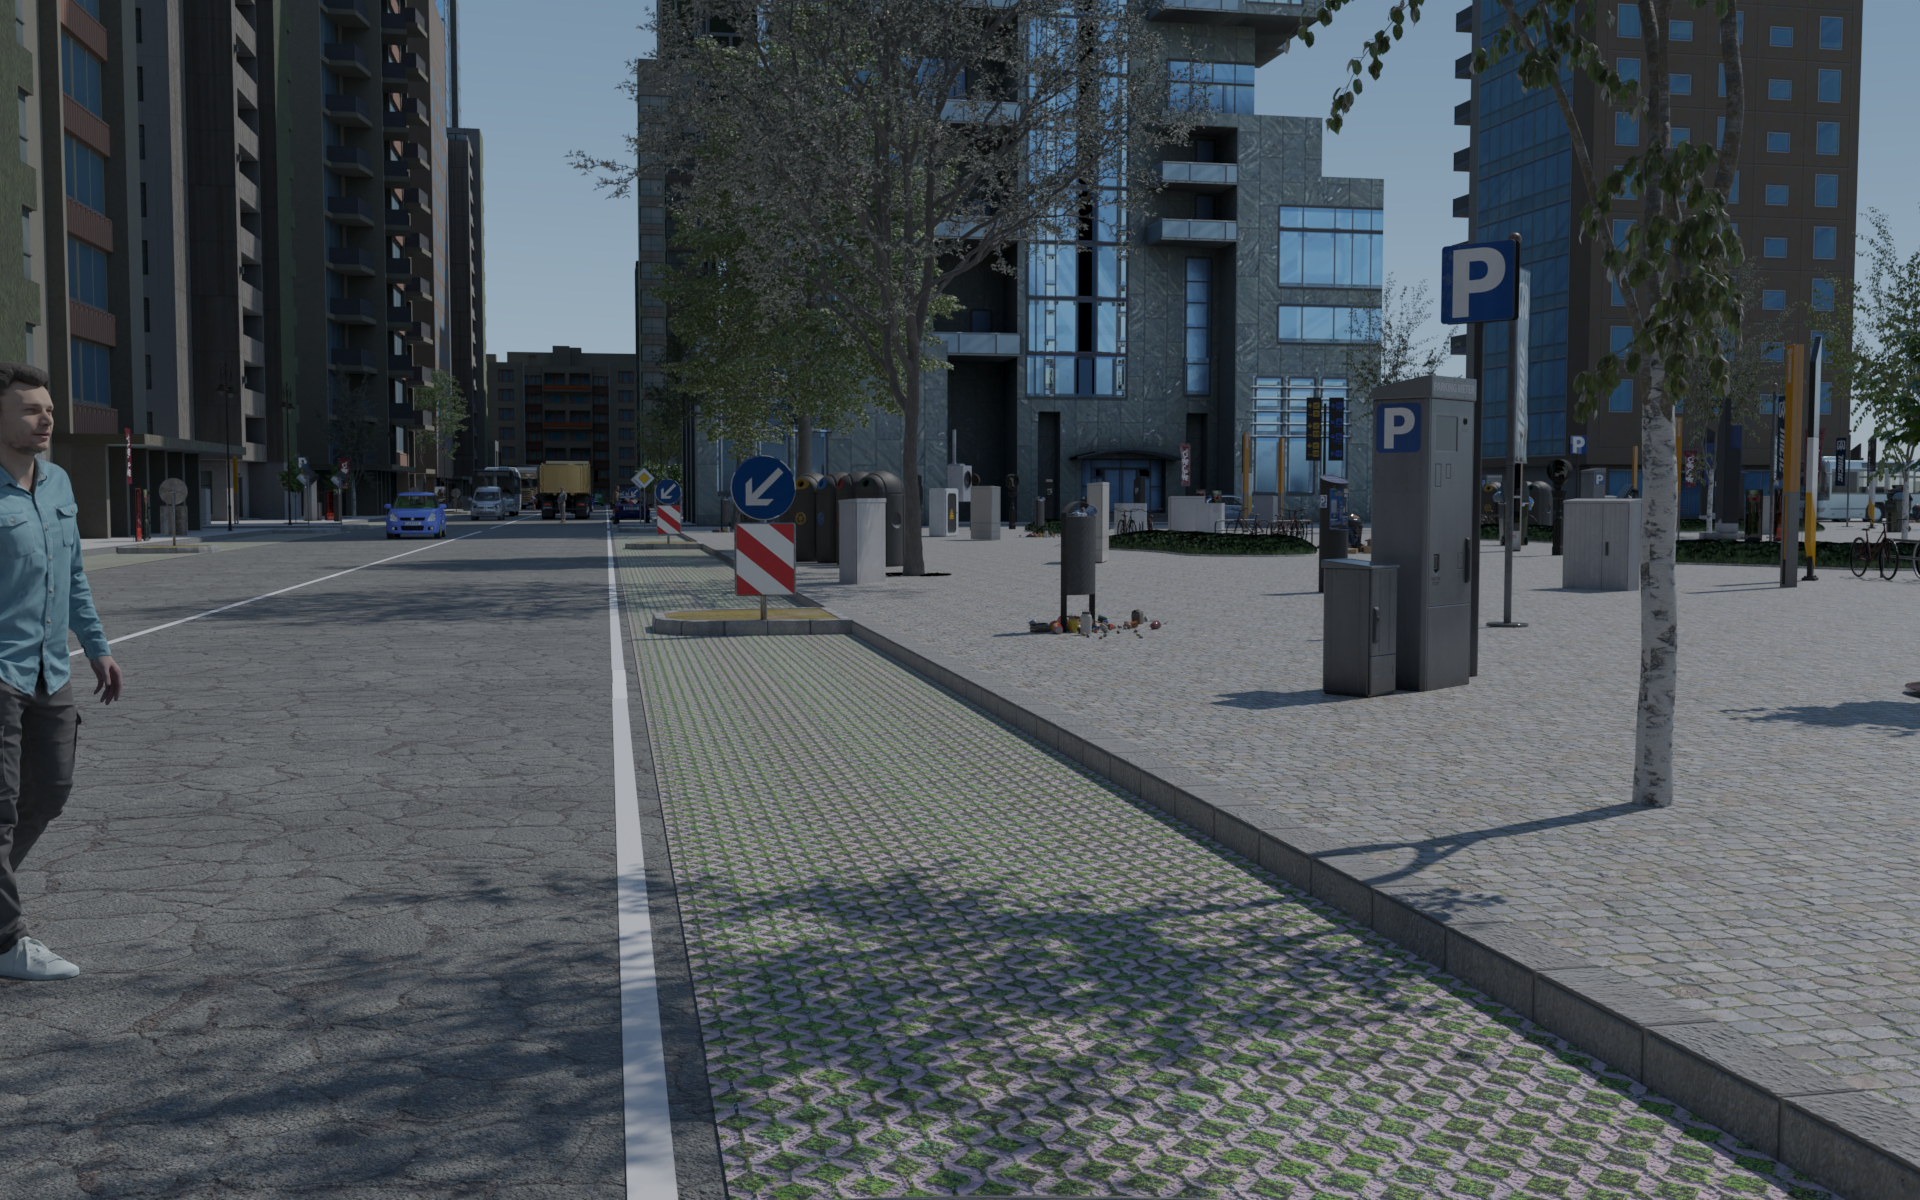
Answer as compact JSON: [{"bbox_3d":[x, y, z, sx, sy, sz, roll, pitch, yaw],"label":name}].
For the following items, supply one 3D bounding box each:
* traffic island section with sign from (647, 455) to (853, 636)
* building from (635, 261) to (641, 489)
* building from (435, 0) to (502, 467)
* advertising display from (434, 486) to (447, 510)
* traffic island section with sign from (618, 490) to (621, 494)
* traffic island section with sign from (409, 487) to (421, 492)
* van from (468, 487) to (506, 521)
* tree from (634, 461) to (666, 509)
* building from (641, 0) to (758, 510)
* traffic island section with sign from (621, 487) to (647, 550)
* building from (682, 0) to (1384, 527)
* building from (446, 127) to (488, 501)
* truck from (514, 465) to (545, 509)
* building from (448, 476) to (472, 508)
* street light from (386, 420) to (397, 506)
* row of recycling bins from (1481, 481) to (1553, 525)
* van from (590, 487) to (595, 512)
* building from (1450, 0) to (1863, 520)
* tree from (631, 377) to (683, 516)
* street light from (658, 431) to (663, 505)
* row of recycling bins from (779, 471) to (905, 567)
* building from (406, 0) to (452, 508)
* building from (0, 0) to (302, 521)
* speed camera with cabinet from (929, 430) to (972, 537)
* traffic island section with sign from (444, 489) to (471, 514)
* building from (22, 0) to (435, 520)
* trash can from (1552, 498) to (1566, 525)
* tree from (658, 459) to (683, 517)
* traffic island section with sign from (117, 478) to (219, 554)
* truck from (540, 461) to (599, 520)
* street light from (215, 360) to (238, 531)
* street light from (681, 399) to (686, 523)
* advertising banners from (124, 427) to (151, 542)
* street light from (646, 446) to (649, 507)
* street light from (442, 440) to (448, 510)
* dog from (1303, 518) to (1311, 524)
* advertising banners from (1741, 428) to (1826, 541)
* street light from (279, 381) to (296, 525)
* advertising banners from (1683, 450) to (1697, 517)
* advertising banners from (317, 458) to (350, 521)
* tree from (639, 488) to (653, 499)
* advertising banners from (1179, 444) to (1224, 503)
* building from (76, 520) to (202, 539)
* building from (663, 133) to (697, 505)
[{"bbox_3d":[-2.246,-0.592,18.313,1.989,1.847,2.006,-1,4,-12],"label":"traffic island section with sign"},{"bbox_3d":[-33.370,-27.188,216.226,14.160,30.474,14.107,-1,4,-12],"label":"building"},{"bbox_3d":[-71.153,-54.497,203.694,31.000,86.520,22.319,-1,4,-12],"label":"building"},{"bbox_3d":[-43.042,-8.457,143.493,0.974,1.923,0.123,0,4,-6],"label":"advertising display"},{"bbox_3d":[-24.100,-7.135,125.278,1.989,1.847,2.006,-1,4,-12],"label":"traffic island section with sign"},{"bbox_3d":[-30.326,-5.369,96.412,1.989,1.847,2.006,-1,4,-12],"label":"traffic island section with sign"},{"bbox_3d":[-25.975,-5.400,95.307,2.013,2.044,4.112,-1,4,-11],"label":"van"},{"bbox_3d":[-27.002,-10.349,152.913,4.285,4.588,4.351,0,3,0],"label":"tree"},{"bbox_3d":[-23.737,-45.638,184.441,20.563,71.187,20.611,-1,4,-12],"label":"building"},{"bbox_3d":[-7.766,-2.245,45.337,1.989,1.847,2.006,-1,4,-12],"label":"traffic island section with sign"},{"bbox_3d":[2.150,-47.082,82.458,31.000,86.520,22.319,-1,4,-12],"label":"building"},{"bbox_3d":[-58.878,-30.785,186.935,14.154,41.232,14.086,-1,4,-12],"label":"building"},{"bbox_3d":[-41.754,-10.934,167.689,2.839,4.237,11.283,-1,4,-10],"label":"truck"},{"bbox_3d":[-64.366,-29.026,166.454,32.217,40.220,23.993,-1,4,-12],"label":"building"},{"bbox_3d":[-34.731,-8.139,105.854,0.468,5.910,1.993,-1,4,-12],"label":"street light"},{"bbox_3d":[18.366,-3.060,57.152,1.069,1.692,3.534,-1,4,-13],"label":"row of recycling bins"},{"bbox_3d":[-31.104,-8.413,141.944,2.240,2.365,5.245,-1,4,-10],"label":"van"},{"bbox_3d":[35.333,-26.857,89.215,14.200,45.320,14.600,-1,4,-12],"label":"building"},{"bbox_3d":[-16.321,-9.311,102.597,4.737,8.622,4.395,0,3,0],"label":"tree"},{"bbox_3d":[-19.404,-8.541,112.429,0.468,5.910,1.993,-1,4,-12],"label":"street light"},{"bbox_3d":[-2.090,-1.520,31.961,1.069,1.692,3.534,-2,4,-31],"label":"row of recycling bins"},{"bbox_3d":[-51.927,-30.536,149.377,14.600,45.320,14.200,-1,4,-12],"label":"building"},{"bbox_3d":[-40.339,-19.014,82.581,14.160,30.474,14.107,-1,4,-12],"label":"building"},{"bbox_3d":[-0.278,-3.565,52.616,0.660,3.252,2.038,1,4,23],"label":"speed camera with cabinet"},{"bbox_3d":[-35.815,-7.011,123.262,1.989,1.847,2.006,-1,4,-12],"label":"traffic island section with sign"},{"bbox_3d":[-46.216,-27.912,110.986,22.147,44.769,28.867,-1,4,-12],"label":"building"},{"bbox_3d":[22.259,-3.248,64.755,0.748,1.137,0.748,0,3,0],"label":"trash can"},{"bbox_3d":[-15.603,-6.172,95.513,1.663,3.219,1.824,0,3,0],"label":"tree"},{"bbox_3d":[-19.251,-2.057,42.253,1.989,1.847,2.006,-1,4,-12],"label":"traffic island section with sign"},{"bbox_3d":[-22.913,-6.424,100.962,3.469,3.379,9.791,-1,4,-10],"label":"truck"},{"bbox_3d":[-25.315,-5.328,59.895,0.468,5.910,1.993,-1,4,-12],"label":"street light"},{"bbox_3d":[-12.390,-6.415,77.672,0.468,5.910,1.993,-1,4,-12],"label":"street light"},{"bbox_3d":[-22.070,-3.075,46.460,0.090,3.025,2.074,-1,4,-10],"label":"advertising banners"},{"bbox_3d":[-26.520,-10.662,147.104,0.468,5.910,1.993,-1,4,-12],"label":"street light"},{"bbox_3d":[-41.839,-10.265,140.618,0.468,5.910,1.993,-1,4,-12],"label":"street light"},{"bbox_3d":[15.105,-3.399,75.759,0.748,0.427,0.550,0,4,4],"label":"dog"},{"bbox_3d":[22.270,-3.100,46.866,2.074,3.025,0.090,3,5,41],"label":"advertising banners"},{"bbox_3d":[-27.604,-6.018,71.181,0.468,5.910,1.993,-1,4,-12],"label":"street light"},{"bbox_3d":[30.002,-4.470,69.273,2.074,3.025,0.090,1,4,22],"label":"advertising banners"},{"bbox_3d":[-30.451,-5.344,83.568,2.074,3.025,0.090,0,4,-7],"label":"advertising banners"},{"bbox_3d":[-28.037,-9.874,156.046,1.663,3.219,1.824,0,3,0],"label":"tree"},{"bbox_3d":[8.433,-3.936,60.546,2.074,3.025,0.090,-2,4,-33],"label":"advertising banners"},{"bbox_3d":[-38.200,-24.123,49.037,28.867,44.769,22.147,-1,4,-12],"label":"building"},{"bbox_3d":[-17.274,-22.677,142.467,14.160,30.474,14.107,-1,4,-12],"label":"building"}]
